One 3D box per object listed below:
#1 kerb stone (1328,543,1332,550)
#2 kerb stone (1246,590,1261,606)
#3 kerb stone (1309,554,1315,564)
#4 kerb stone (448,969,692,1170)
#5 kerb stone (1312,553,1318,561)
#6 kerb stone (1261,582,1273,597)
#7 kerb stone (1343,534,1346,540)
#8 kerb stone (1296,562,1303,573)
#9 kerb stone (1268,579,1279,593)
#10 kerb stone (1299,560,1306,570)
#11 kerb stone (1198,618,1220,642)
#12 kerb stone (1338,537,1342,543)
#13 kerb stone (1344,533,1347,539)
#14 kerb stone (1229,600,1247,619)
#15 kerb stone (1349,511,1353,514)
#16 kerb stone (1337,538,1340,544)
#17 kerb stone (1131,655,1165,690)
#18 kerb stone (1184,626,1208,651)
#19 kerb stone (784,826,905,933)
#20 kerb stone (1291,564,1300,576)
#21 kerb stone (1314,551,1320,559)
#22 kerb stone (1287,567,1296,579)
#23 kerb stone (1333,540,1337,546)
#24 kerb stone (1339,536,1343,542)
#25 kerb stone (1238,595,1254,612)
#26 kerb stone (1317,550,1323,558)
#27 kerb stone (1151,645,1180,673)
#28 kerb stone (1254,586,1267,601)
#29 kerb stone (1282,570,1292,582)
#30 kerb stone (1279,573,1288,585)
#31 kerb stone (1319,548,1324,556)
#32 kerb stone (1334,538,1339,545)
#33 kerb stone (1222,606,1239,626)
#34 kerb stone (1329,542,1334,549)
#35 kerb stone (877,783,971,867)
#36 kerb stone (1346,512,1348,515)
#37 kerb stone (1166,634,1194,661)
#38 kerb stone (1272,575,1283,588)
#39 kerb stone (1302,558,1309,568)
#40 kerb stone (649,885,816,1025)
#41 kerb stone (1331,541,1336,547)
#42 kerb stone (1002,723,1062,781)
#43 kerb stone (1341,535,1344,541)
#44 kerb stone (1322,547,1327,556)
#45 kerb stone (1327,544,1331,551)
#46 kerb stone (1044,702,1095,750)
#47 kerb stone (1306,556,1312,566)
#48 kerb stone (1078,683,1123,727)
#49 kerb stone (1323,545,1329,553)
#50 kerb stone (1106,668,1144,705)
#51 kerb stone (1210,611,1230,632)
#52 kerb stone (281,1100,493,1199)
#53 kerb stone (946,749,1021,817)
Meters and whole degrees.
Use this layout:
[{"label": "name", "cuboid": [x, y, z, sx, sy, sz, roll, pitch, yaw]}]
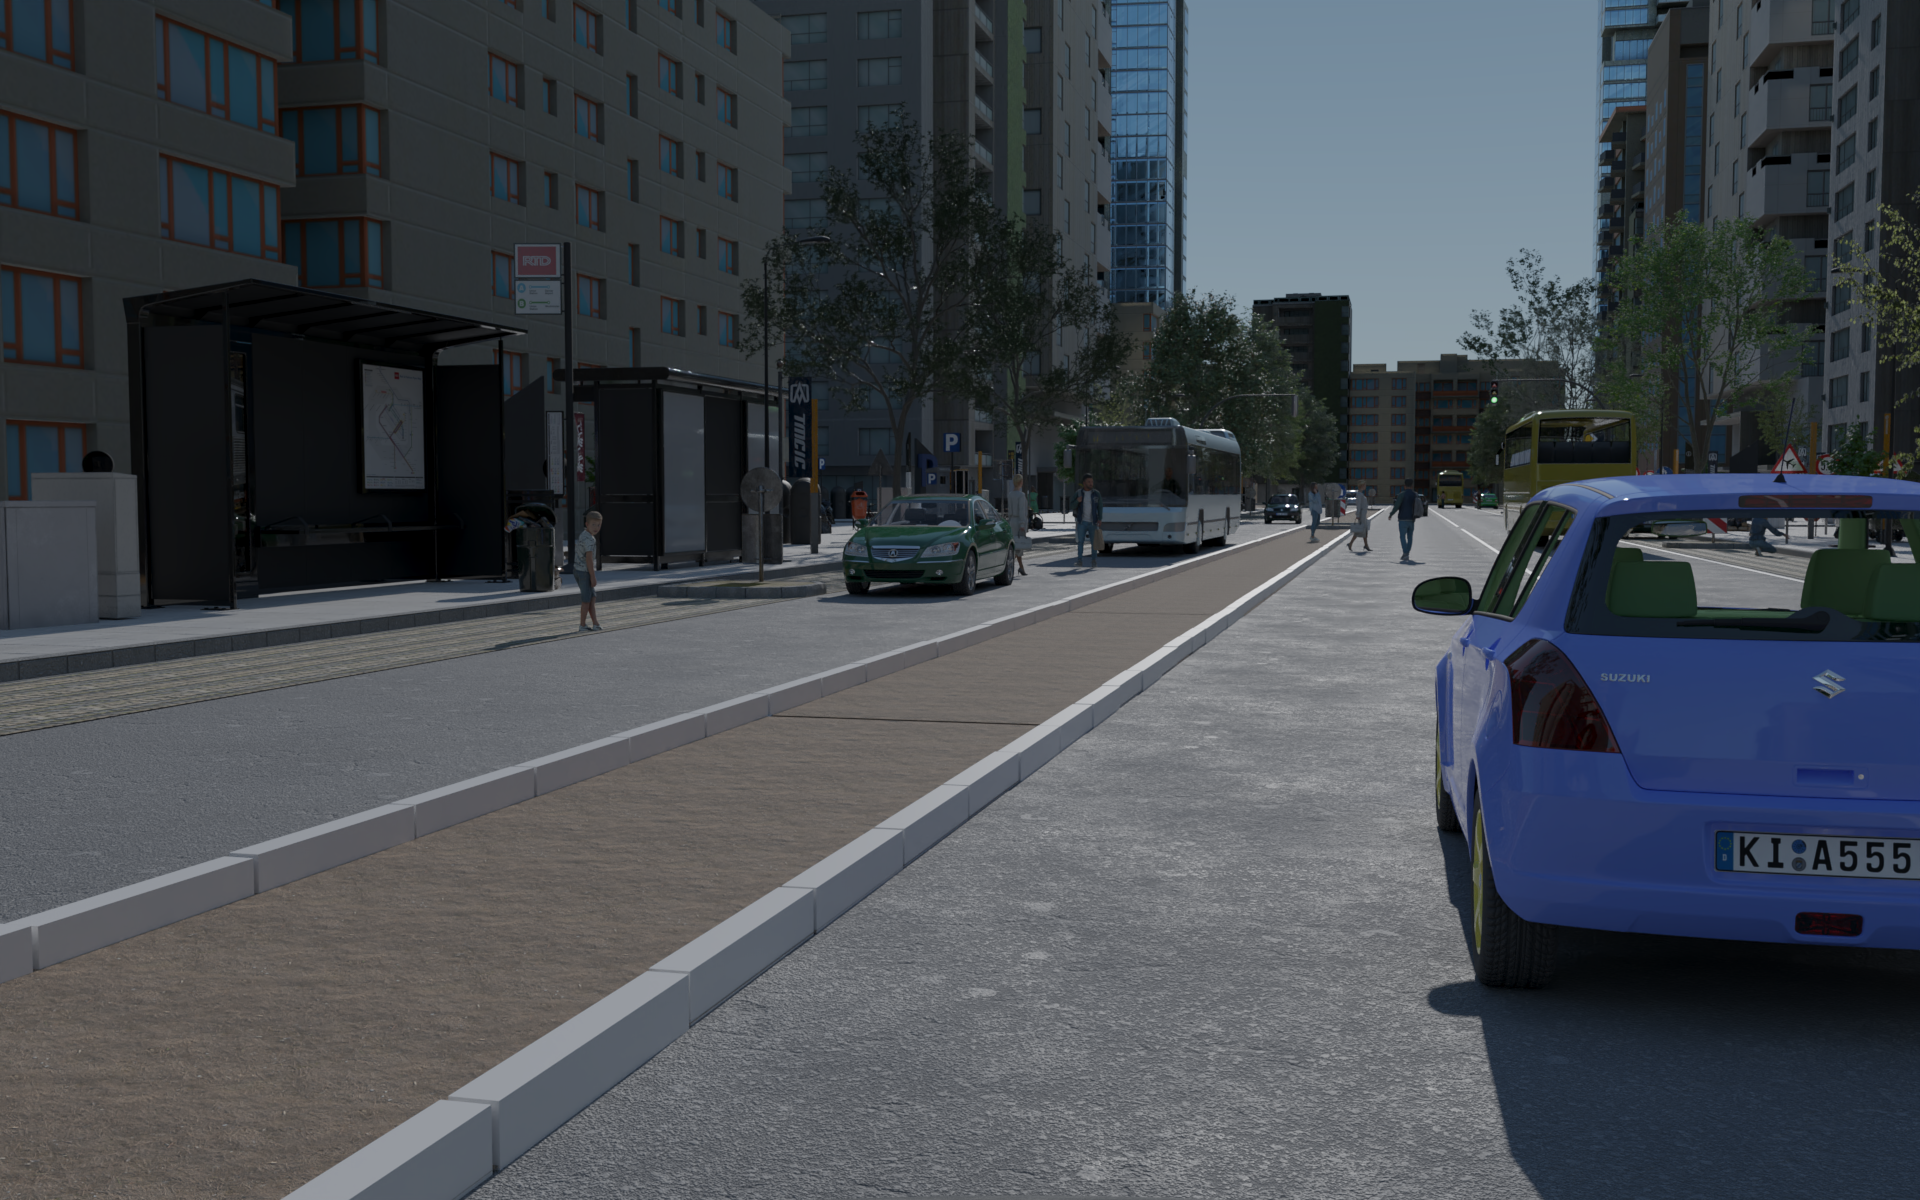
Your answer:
[{"label": "kerb stone", "cuboid": [9.075, -1.266, 42.892, 0.120, 0.150, 1.000, 1, 4, 14]}, {"label": "kerb stone", "cuboid": [3.695, 0.010, 22.030, 0.120, 0.150, 1.000, 1, 4, 14]}, {"label": "kerb stone", "cuboid": [7.029, -0.778, 34.937, 0.120, 0.150, 1.000, 1, 4, 14]}, {"label": "kerb stone", "cuboid": [-0.907, 1.103, 4.162, 0.120, 0.150, 1.000, 1, 4, 14]}, {"label": "kerb stone", "cuboid": [7.284, -0.839, 35.926, 0.120, 0.150, 1.000, 1, 4, 14]}, {"label": "kerb stone", "cuboid": [4.210, -0.110, 24.009, 0.120, 0.150, 1.000, 1, 4, 14]}, {"label": "kerb stone", "cuboid": [11.389, -1.811, 51.811, 0.120, 0.150, 1.000, 1, 4, 14]}, {"label": "kerb stone", "cuboid": [5.999, -0.536, 30.962, 0.120, 0.150, 1.000, 1, 4, 14]}, {"label": "kerb stone", "cuboid": [4.467, -0.171, 24.998, 0.120, 0.150, 1.000, 1, 4, 14]}, {"label": "kerb stone", "cuboid": [6.256, -0.597, 31.955, 0.120, 0.150, 1.000, 1, 4, 14]}, {"label": "kerb stone", "cuboid": [2.421, 0.314, 17.059, 0.120, 0.150, 1.000, 1, 4, 14]}, {"label": "kerb stone", "cuboid": [10.614, -1.628, 48.844, 0.120, 0.150, 1.000, 1, 4, 14]}, {"label": "kerb stone", "cuboid": [11.635, -1.872, 52.803, 0.120, 0.150, 1.000, 1, 4, 14]}, {"label": "kerb stone", "cuboid": [3.186, 0.132, 20.032, 0.120, 0.150, 1.000, 1, 4, 14]}, {"label": "kerb stone", "cuboid": [28.426, -6.366, 126.280, 0.120, 0.150, 1.000, 1, 4, 14]}, {"label": "kerb stone", "cuboid": [10.353, -1.567, 47.856, 0.120, 0.150, 1.000, 1, 4, 14]}, {"label": "kerb stone", "cuboid": [1.398, 0.557, 13.086, 0.120, 0.150, 1.000, 1, 4, 14]}, {"label": "kerb stone", "cuboid": [2.159, 0.375, 16.071, 0.120, 0.150, 1.000, 1, 4, 14]}, {"label": "kerb stone", "cuboid": [-0.401, 0.982, 6.144, 0.120, 0.150, 1.000, 1, 4, 14]}, {"label": "kerb stone", "cuboid": [5.745, -0.475, 29.962, 0.120, 0.150, 1.000, 1, 4, 14]}, {"label": "kerb stone", "cuboid": [7.536, -0.892, 36.917, 0.120, 0.150, 1.000, 1, 4, 14]}, {"label": "kerb stone", "cuboid": [5.489, -0.407, 28.964, 0.120, 0.150, 1.000, 1, 4, 14]}, {"label": "kerb stone", "cuboid": [9.845, -1.447, 45.871, 0.120, 0.150, 1.000, 1, 4, 14]}, {"label": "kerb stone", "cuboid": [10.862, -1.688, 49.836, 0.120, 0.150, 1.000, 1, 4, 14]}, {"label": "kerb stone", "cuboid": [3.438, 0.071, 21.029, 0.120, 0.150, 1.000, 1, 4, 14]}, {"label": "kerb stone", "cuboid": [7.798, -0.957, 37.921, 0.120, 0.150, 1.000, 1, 4, 14]}, {"label": "kerb stone", "cuboid": [1.644, 0.501, 14.078, 0.120, 0.150, 1.000, 1, 4, 14]}, {"label": "kerb stone", "cuboid": [3.950, -0.050, 23.020, 0.120, 0.150, 1.000, 1, 4, 14]}, {"label": "kerb stone", "cuboid": [5.232, -0.353, 27.974, 0.120, 0.150, 1.000, 1, 4, 14]}, {"label": "kerb stone", "cuboid": [4.978, -0.291, 26.984, 0.120, 0.150, 1.000, 1, 4, 14]}, {"label": "kerb stone", "cuboid": [8.045, -1.017, 38.913, 0.120, 0.150, 1.000, 1, 4, 14]}, {"label": "kerb stone", "cuboid": [10.100, -1.509, 46.860, 0.120, 0.150, 1.000, 1, 4, 14]}, {"label": "kerb stone", "cuboid": [2.934, 0.196, 19.041, 0.120, 0.150, 1.000, 1, 4, 14]}, {"label": "kerb stone", "cuboid": [9.332, -1.321, 43.883, 0.120, 0.150, 1.000, 1, 4, 14]}, {"label": "kerb stone", "cuboid": [-0.146, 0.921, 7.141, 0.120, 0.150, 1.000, 1, 4, 14]}, {"label": "kerb stone", "cuboid": [25.360, -5.637, 114.381, 0.120, 0.150, 1.000, 1, 4, 14]}, {"label": "kerb stone", "cuboid": [1.898, 0.435, 15.083, 0.120, 0.150, 1.000, 1, 4, 14]}, {"label": "kerb stone", "cuboid": [4.719, -0.232, 25.995, 0.120, 0.150, 1.000, 1, 4, 14]}, {"label": "kerb stone", "cuboid": [6.508, -0.658, 32.948, 0.120, 0.150, 1.000, 1, 4, 14]}, {"label": "kerb stone", "cuboid": [-0.659, 1.042, 5.155, 0.120, 0.150, 1.000, 1, 4, 14]}, {"label": "kerb stone", "cuboid": [9.592, -1.384, 44.872, 0.120, 0.150, 1.000, 1, 4, 14]}, {"label": "kerb stone", "cuboid": [0.370, 0.802, 9.119, 0.120, 0.150, 1.000, 1, 4, 14]}, {"label": "kerb stone", "cuboid": [11.127, -1.749, 50.823, 0.120, 0.150, 1.000, 1, 4, 14]}, {"label": "kerb stone", "cuboid": [8.317, -1.083, 39.901, 0.120, 0.150, 1.000, 1, 4, 14]}, {"label": "kerb stone", "cuboid": [8.832, -1.197, 41.890, 0.120, 0.150, 1.000, 1, 4, 14]}, {"label": "kerb stone", "cuboid": [0.624, 0.743, 10.114, 0.120, 0.150, 1.000, 1, 4, 14]}, {"label": "kerb stone", "cuboid": [6.770, -0.717, 33.945, 0.120, 0.150, 1.000, 1, 4, 14]}, {"label": "kerb stone", "cuboid": [0.887, 0.681, 11.107, 0.120, 0.150, 1.000, 1, 4, 14]}, {"label": "kerb stone", "cuboid": [8.568, -1.144, 40.900, 0.120, 0.150, 1.000, 1, 4, 14]}, {"label": "kerb stone", "cuboid": [1.135, 0.618, 12.098, 0.120, 0.150, 1.000, 1, 4, 14]}, {"label": "kerb stone", "cuboid": [2.673, 0.253, 18.052, 0.120, 0.150, 1.000, 1, 4, 14]}, {"label": "kerb stone", "cuboid": [-1.167, 1.163, 3.174, 0.120, 0.150, 1.000, 1, 4, 14]}, {"label": "kerb stone", "cuboid": [0.108, 0.860, 8.131, 0.120, 0.150, 1.000, 1, 4, 14]}]
